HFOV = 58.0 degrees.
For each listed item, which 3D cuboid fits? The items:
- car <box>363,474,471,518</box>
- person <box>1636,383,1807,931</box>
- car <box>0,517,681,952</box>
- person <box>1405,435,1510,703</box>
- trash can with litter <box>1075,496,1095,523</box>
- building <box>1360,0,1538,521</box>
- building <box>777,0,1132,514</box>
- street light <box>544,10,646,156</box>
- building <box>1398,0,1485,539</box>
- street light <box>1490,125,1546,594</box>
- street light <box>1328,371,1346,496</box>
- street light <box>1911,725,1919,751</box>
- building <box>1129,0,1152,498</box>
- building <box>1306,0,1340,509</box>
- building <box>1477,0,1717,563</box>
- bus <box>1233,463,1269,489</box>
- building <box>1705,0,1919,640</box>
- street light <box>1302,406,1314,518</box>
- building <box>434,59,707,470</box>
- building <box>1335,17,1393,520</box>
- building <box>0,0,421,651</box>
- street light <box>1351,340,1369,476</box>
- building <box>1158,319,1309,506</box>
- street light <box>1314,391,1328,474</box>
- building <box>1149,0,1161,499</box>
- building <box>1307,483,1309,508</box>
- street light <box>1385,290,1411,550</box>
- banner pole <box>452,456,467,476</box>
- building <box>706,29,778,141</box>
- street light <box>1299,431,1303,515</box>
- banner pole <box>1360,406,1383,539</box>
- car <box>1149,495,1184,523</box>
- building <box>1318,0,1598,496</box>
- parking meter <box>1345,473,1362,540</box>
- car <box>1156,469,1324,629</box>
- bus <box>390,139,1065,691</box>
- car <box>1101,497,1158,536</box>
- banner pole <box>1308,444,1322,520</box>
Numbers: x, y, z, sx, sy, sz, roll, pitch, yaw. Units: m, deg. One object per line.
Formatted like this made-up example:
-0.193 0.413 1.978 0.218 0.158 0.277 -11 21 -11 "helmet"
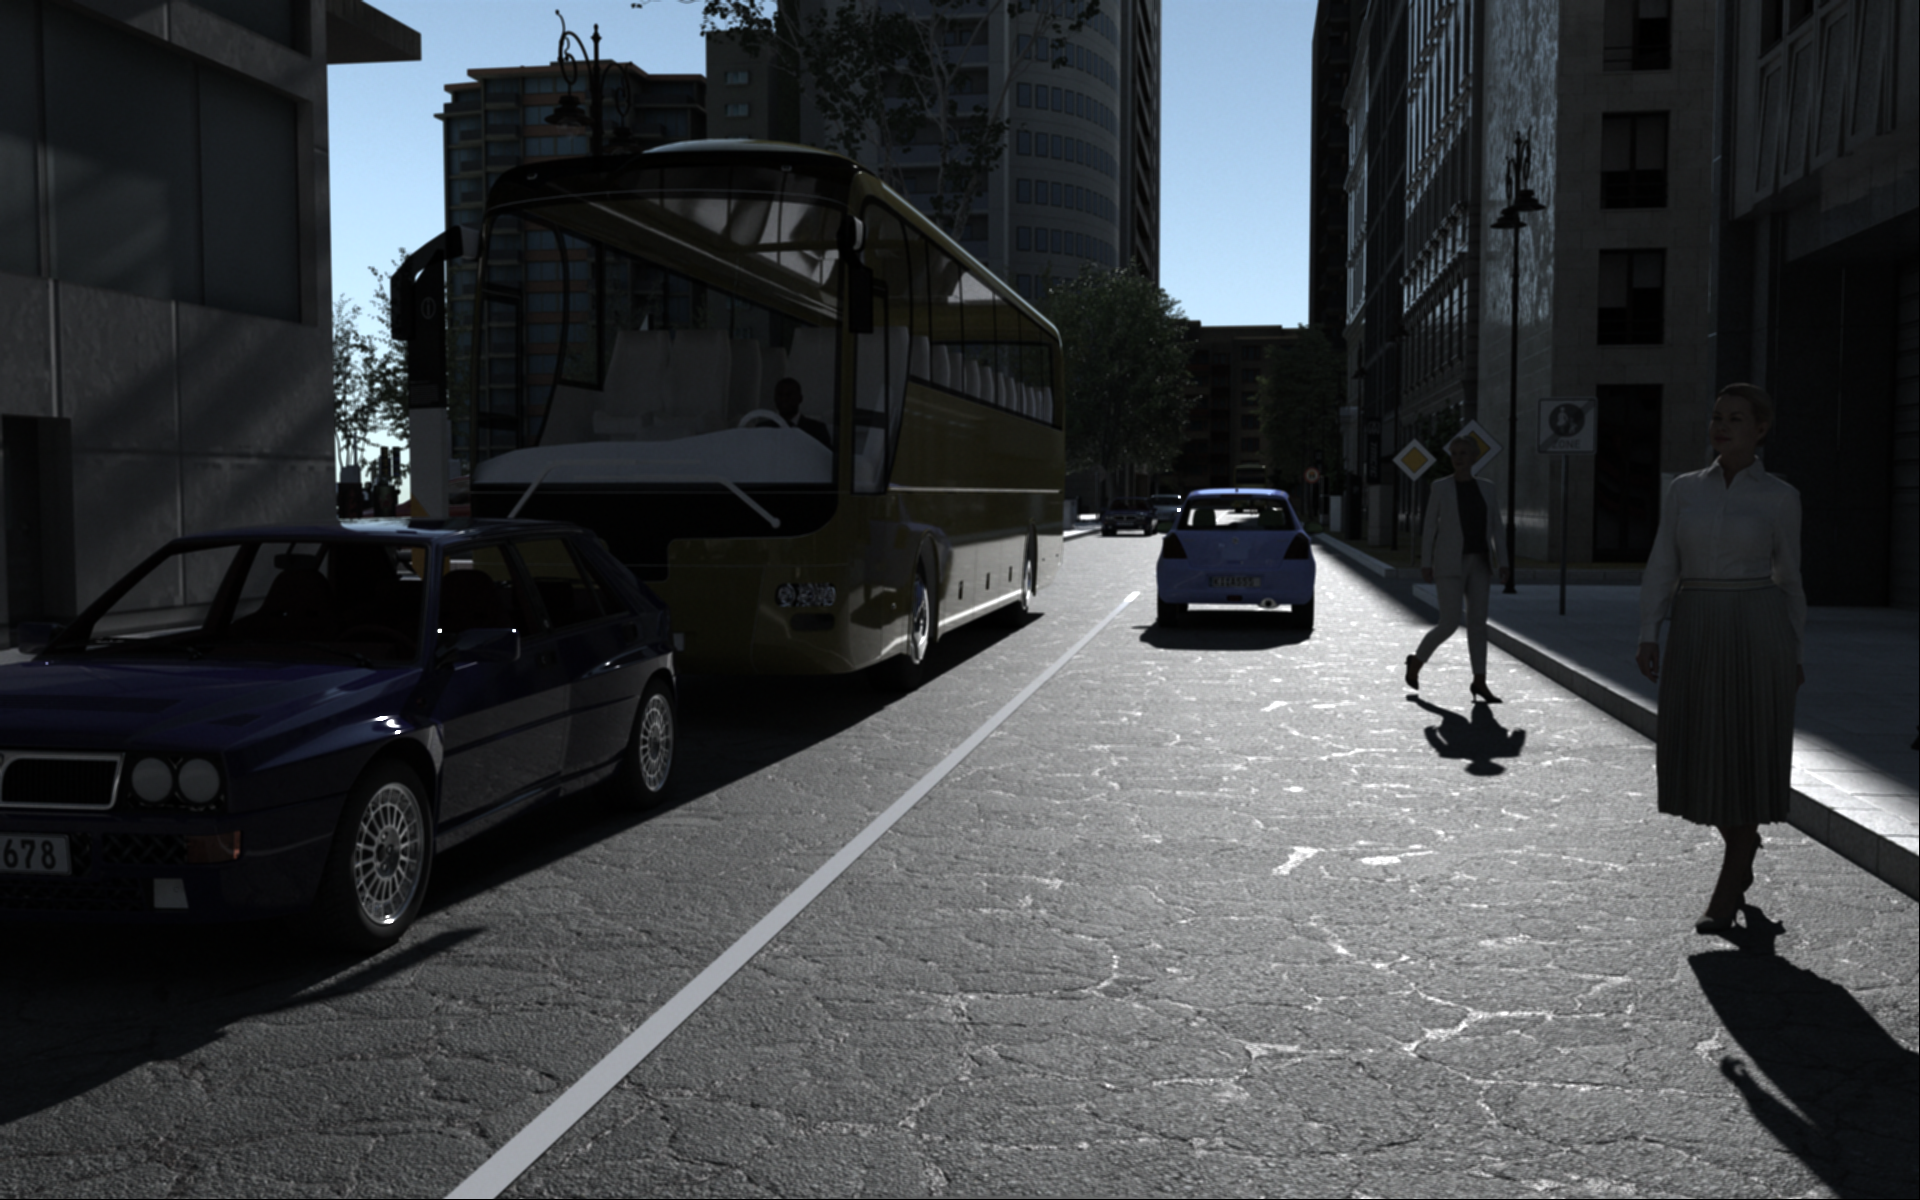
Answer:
-8.206 -1.308 30.067 5.304 1.827 2.281 1 4 10 "car"
2.614 0.175 5.872 0.641 1.798 0.478 -3 5 -43 "person"
-2.430 0.356 6.754 1.945 1.354 3.894 1 4 10 "car"
3.487 -0.232 12.167 0.514 1.842 0.818 -2 4 -29 "person"
5.298 -4.132 78.616 1.678 1.210 2.233 0 4 4 "trash can with litter"
24.690 -17.007 71.577 14.314 27.812 24.014 1 4 9 "building"
0.589 -35.448 121.578 21.231 58.520 28.212 1 4 9 "building"
-3.578 -2.717 17.205 0.468 5.910 1.993 1 4 9 "street light"
18.602 -12.333 50.796 9.793 20.994 18.267 1 4 9 "building"
7.111 -3.024 22.228 0.468 5.910 1.993 1 4 9 "street light"
14.208 -5.644 65.062 0.468 5.910 1.993 1 4 9 "street light"
4.874 -2.185 8.512 0.468 5.910 1.993 1 4 9 "street light"
4.838 -31.968 146.378 21.300 48.544 21.600 1 4 9 "building"
38.483 -30.855 154.588 14.600 45.320 14.200 1 4 9 "building"
20.130 -11.057 35.533 16.860 20.320 10.420 1 4 9 "building"
23.128 -8.946 137.820 2.896 3.916 12.252 1 4 10 "bus"
13.297 -11.710 9.476 12.078 24.808 19.932 1 4 9 "building"
18.418 -7.230 90.998 0.468 5.910 1.993 1 4 9 "street light"
-36.898 -32.009 177.963 28.867 44.769 22.147 1 4 9 "building"
27.836 -18.817 93.566 13.634 28.700 20.117 1 4 9 "building"
-20.860 -25.669 8.925 27.495 52.752 28.713 1 4 9 "building"
12.016 -4.855 52.168 0.468 5.910 1.993 1 4 9 "street light"
26.554 -22.013 204.949 28.899 21.520 27.650 1 4 9 "building"
16.320 -6.427 77.875 0.468 5.910 1.993 1 4 9 "street light"
9.004 -44.800 170.732 20.611 71.187 20.563 1 4 9 "building"
41.186 -29.690 169.018 14.154 41.232 14.086 1 4 9 "building"
9.913 -4.071 39.355 0.468 5.910 1.993 1 4 9 "street light"
-30.744 -7.065 105.526 0.863 3.779 0.401 0 4 5 "banner pole"
-12.015 -33.637 173.663 21.600 48.544 21.300 1 4 9 "building"
20.663 -8.043 104.297 0.468 5.910 1.993 1 4 9 "street light"
11.672 -3.636 49.474 0.863 3.779 0.401 -1 4 -16 "banner pole"
8.576 -3.686 72.262 2.014 1.417 4.499 1 4 10 "car"
39.119 -29.241 132.718 22.147 44.769 28.867 1 4 9 "building"
11.009 -2.613 48.432 0.399 1.863 0.255 -1 4 -20 "parking meter"
3.191 -0.628 19.861 1.945 1.707 3.694 1 4 10 "car"
-0.928 -1.493 15.966 2.896 3.916 12.252 1 4 10 "bus"
5.953 -2.936 60.588 1.945 1.354 3.894 1 4 11 "car"
17.695 -5.868 85.965 0.863 3.779 0.401 -1 4 -15 "banner pole"
